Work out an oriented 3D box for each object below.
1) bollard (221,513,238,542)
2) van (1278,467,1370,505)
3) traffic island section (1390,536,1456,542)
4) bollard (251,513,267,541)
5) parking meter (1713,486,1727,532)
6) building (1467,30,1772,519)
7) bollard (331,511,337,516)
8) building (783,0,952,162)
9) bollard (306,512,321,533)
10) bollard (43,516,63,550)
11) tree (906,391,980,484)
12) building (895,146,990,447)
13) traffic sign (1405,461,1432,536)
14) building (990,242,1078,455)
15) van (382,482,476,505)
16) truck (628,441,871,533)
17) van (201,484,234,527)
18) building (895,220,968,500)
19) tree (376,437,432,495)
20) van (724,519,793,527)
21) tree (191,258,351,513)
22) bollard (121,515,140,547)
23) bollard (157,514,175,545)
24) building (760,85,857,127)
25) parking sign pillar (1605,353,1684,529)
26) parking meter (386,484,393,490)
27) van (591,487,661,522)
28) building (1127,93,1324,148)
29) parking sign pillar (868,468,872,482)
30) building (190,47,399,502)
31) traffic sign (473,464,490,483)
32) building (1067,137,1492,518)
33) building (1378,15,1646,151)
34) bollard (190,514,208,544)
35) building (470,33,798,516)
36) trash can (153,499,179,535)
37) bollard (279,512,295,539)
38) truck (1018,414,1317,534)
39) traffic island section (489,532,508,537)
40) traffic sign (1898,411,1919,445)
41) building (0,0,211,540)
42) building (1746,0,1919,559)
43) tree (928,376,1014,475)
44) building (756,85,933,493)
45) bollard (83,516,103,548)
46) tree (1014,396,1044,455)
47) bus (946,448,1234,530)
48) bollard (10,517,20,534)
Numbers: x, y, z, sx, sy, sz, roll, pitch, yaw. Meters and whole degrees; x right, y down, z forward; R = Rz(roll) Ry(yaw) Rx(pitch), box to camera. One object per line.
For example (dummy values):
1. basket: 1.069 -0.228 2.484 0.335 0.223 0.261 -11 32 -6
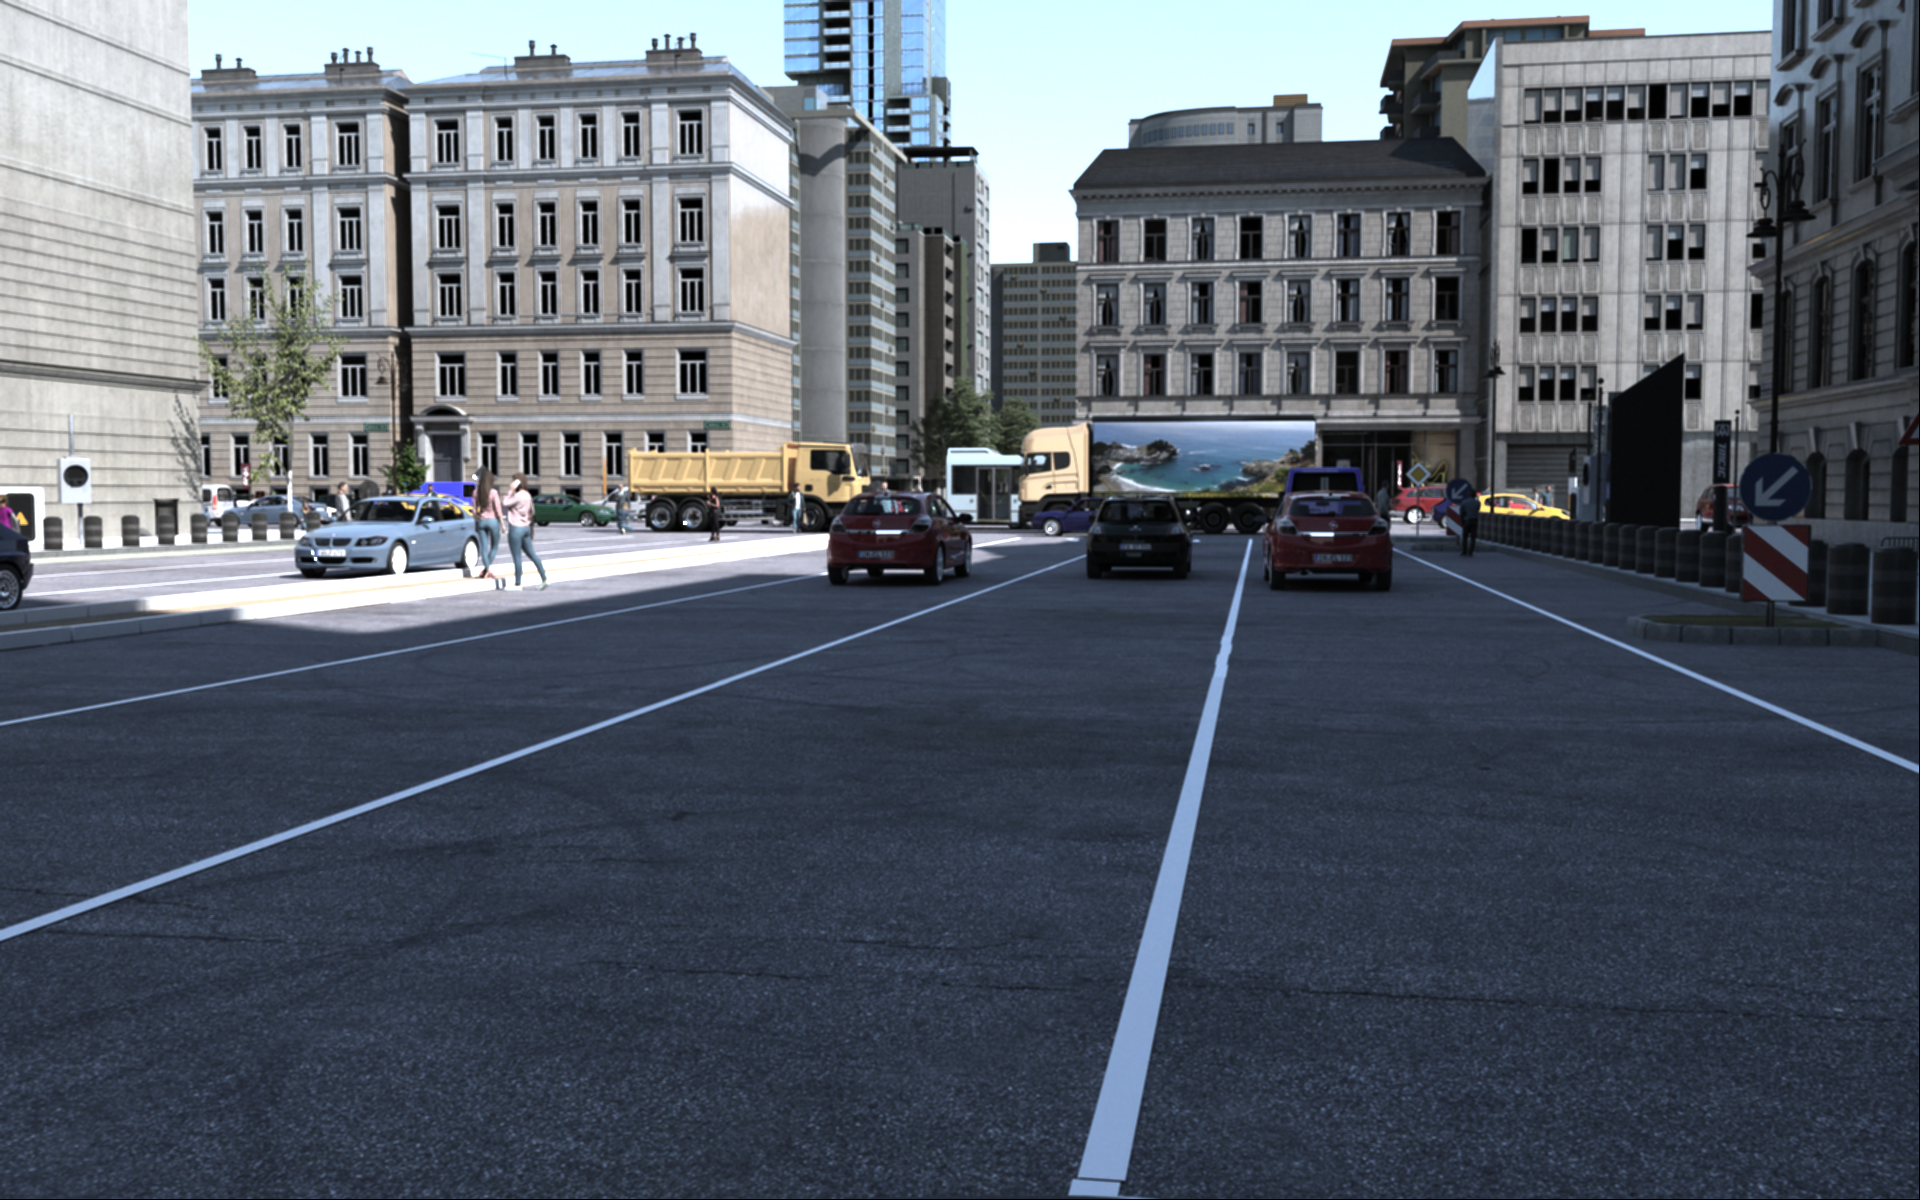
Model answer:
1. bollard: -19.579 -1.940 46.443 0.404 0.777 0.398 0 3 0
2. van: 8.780 -2.287 41.773 2.240 2.365 5.245 1 4 12
3. traffic island section: 14.043 -1.884 53.087 2.009 0.180 2.903 1 4 10
4. bollard: -19.337 -2.023 47.795 0.404 0.777 0.398 0 3 0
5. parking meter: 22.951 -2.685 52.306 0.372 1.533 0.369 0 3 0
6. building: 38.273 -16.864 93.756 19.932 24.808 12.078 1 4 10
7. bollard: -18.631 -2.273 51.883 0.404 0.777 0.398 0 3 0
8. building: -14.266 -58.444 268.224 31.000 86.520 22.319 1 4 10
9. bollard: -18.865 -2.189 50.511 0.404 0.777 0.398 0 3 0
10. bollard: -20.760 -1.524 39.636 0.404 0.777 0.398 0 3 0
11. tree: -1.394 -13.603 156.828 7.601 10.594 8.767 1 4 9
12. building: -3.841 -31.971 206.316 14.086 41.232 14.154 1 4 10
13. traffic sign: 14.018 -3.020 53.013 0.795 2.450 0.064 1 4 10
14. building: 13.960 -35.365 270.098 23.993 40.220 32.217 1 4 10
15. van: -27.341 -5.131 88.274 5.245 2.365 2.240 1 4 10
16. truck: -7.422 -4.237 65.202 9.791 3.379 3.469 1 4 10
17. van: -34.018 -4.214 75.916 4.112 2.044 2.013 0 4 8
18. building: -7.159 -25.390 186.831 14.160 30.474 14.107 1 4 10
19. tree: -18.807 -3.955 59.260 1.663 3.219 1.824 0 3 0
20. van: -9.256 -4.310 77.474 4.112 2.044 2.013 1 4 12
21. tree: -21.005 -6.306 53.467 4.737 8.622 4.395 0 3 0
22. bollard: -20.286 -1.691 42.362 0.404 0.777 0.398 0 3 0
23. bollard: -20.046 -1.774 43.730 0.404 0.777 0.398 0 3 0
24. building: -26.759 -35.783 204.653 30.456 49.044 23.786 1 4 10
25. parking sign pillar: 13.179 -2.747 33.383 1.447 3.967 1.447 1 4 9
26. parking meter: -32.159 -5.634 97.822 0.399 1.863 0.255 -1 4 -10
27. van: -17.219 -5.004 88.829 4.112 2.044 2.013 1 4 8
28. building: 39.425 -43.898 259.733 28.212 58.520 21.231 1 4 10
29. parking sign pillar: -7.092 -8.432 126.342 1.447 3.967 1.447 -1 4 -20
30. building: -41.537 -19.688 107.795 20.117 28.700 13.634 1 4 10
31. traffic sign: -16.022 -3.340 58.247 0.795 2.450 0.064 1 4 10
32. building: 8.413 -15.142 98.476 40.483 20.767 10.553 1 4 10
33. building: 51.278 -31.196 164.676 22.147 44.769 28.867 1 4 10
34. bollard: -19.812 -1.858 45.089 0.404 0.777 0.398 0 3 0
35. building: -21.239 -19.490 104.565 20.117 28.700 13.634 1 4 10
36. trash can: -23.542 -2.430 51.391 0.748 1.137 0.748 0 3 0
37. bollard: -19.104 -2.107 49.159 0.404 0.777 0.398 0 3 0
38. truck: 7.137 -4.529 62.961 11.283 4.237 2.839 1 4 8
39. traffic island section: -16.046 -2.204 58.313 2.009 0.180 2.903 1 4 10
40. traffic sign: 10.591 -1.144 18.705 0.884 2.594 0.081 1 4 13
41. building: -46.566 -16.744 50.188 44.131 29.872 17.030 1 4 10
42. building: 23.734 -12.828 28.825 14.460 24.649 34.723 1 4 10
43. tree: 0.615 -15.205 166.729 7.486 12.596 7.792 0 3 0
44. building: -19.516 -29.173 168.866 32.217 40.220 23.993 1 4 10
45. bollard: -20.526 -1.608 41.004 0.404 0.777 0.398 0 3 0
46. tree: 6.647 -17.238 199.963 7.486 12.596 7.792 0 3 0
47. bus: 6.184 -4.532 68.959 13.247 3.499 2.948 1 4 11
48. bollard: -20.994 -1.441 38.283 0.404 0.777 0.398 0 3 0
